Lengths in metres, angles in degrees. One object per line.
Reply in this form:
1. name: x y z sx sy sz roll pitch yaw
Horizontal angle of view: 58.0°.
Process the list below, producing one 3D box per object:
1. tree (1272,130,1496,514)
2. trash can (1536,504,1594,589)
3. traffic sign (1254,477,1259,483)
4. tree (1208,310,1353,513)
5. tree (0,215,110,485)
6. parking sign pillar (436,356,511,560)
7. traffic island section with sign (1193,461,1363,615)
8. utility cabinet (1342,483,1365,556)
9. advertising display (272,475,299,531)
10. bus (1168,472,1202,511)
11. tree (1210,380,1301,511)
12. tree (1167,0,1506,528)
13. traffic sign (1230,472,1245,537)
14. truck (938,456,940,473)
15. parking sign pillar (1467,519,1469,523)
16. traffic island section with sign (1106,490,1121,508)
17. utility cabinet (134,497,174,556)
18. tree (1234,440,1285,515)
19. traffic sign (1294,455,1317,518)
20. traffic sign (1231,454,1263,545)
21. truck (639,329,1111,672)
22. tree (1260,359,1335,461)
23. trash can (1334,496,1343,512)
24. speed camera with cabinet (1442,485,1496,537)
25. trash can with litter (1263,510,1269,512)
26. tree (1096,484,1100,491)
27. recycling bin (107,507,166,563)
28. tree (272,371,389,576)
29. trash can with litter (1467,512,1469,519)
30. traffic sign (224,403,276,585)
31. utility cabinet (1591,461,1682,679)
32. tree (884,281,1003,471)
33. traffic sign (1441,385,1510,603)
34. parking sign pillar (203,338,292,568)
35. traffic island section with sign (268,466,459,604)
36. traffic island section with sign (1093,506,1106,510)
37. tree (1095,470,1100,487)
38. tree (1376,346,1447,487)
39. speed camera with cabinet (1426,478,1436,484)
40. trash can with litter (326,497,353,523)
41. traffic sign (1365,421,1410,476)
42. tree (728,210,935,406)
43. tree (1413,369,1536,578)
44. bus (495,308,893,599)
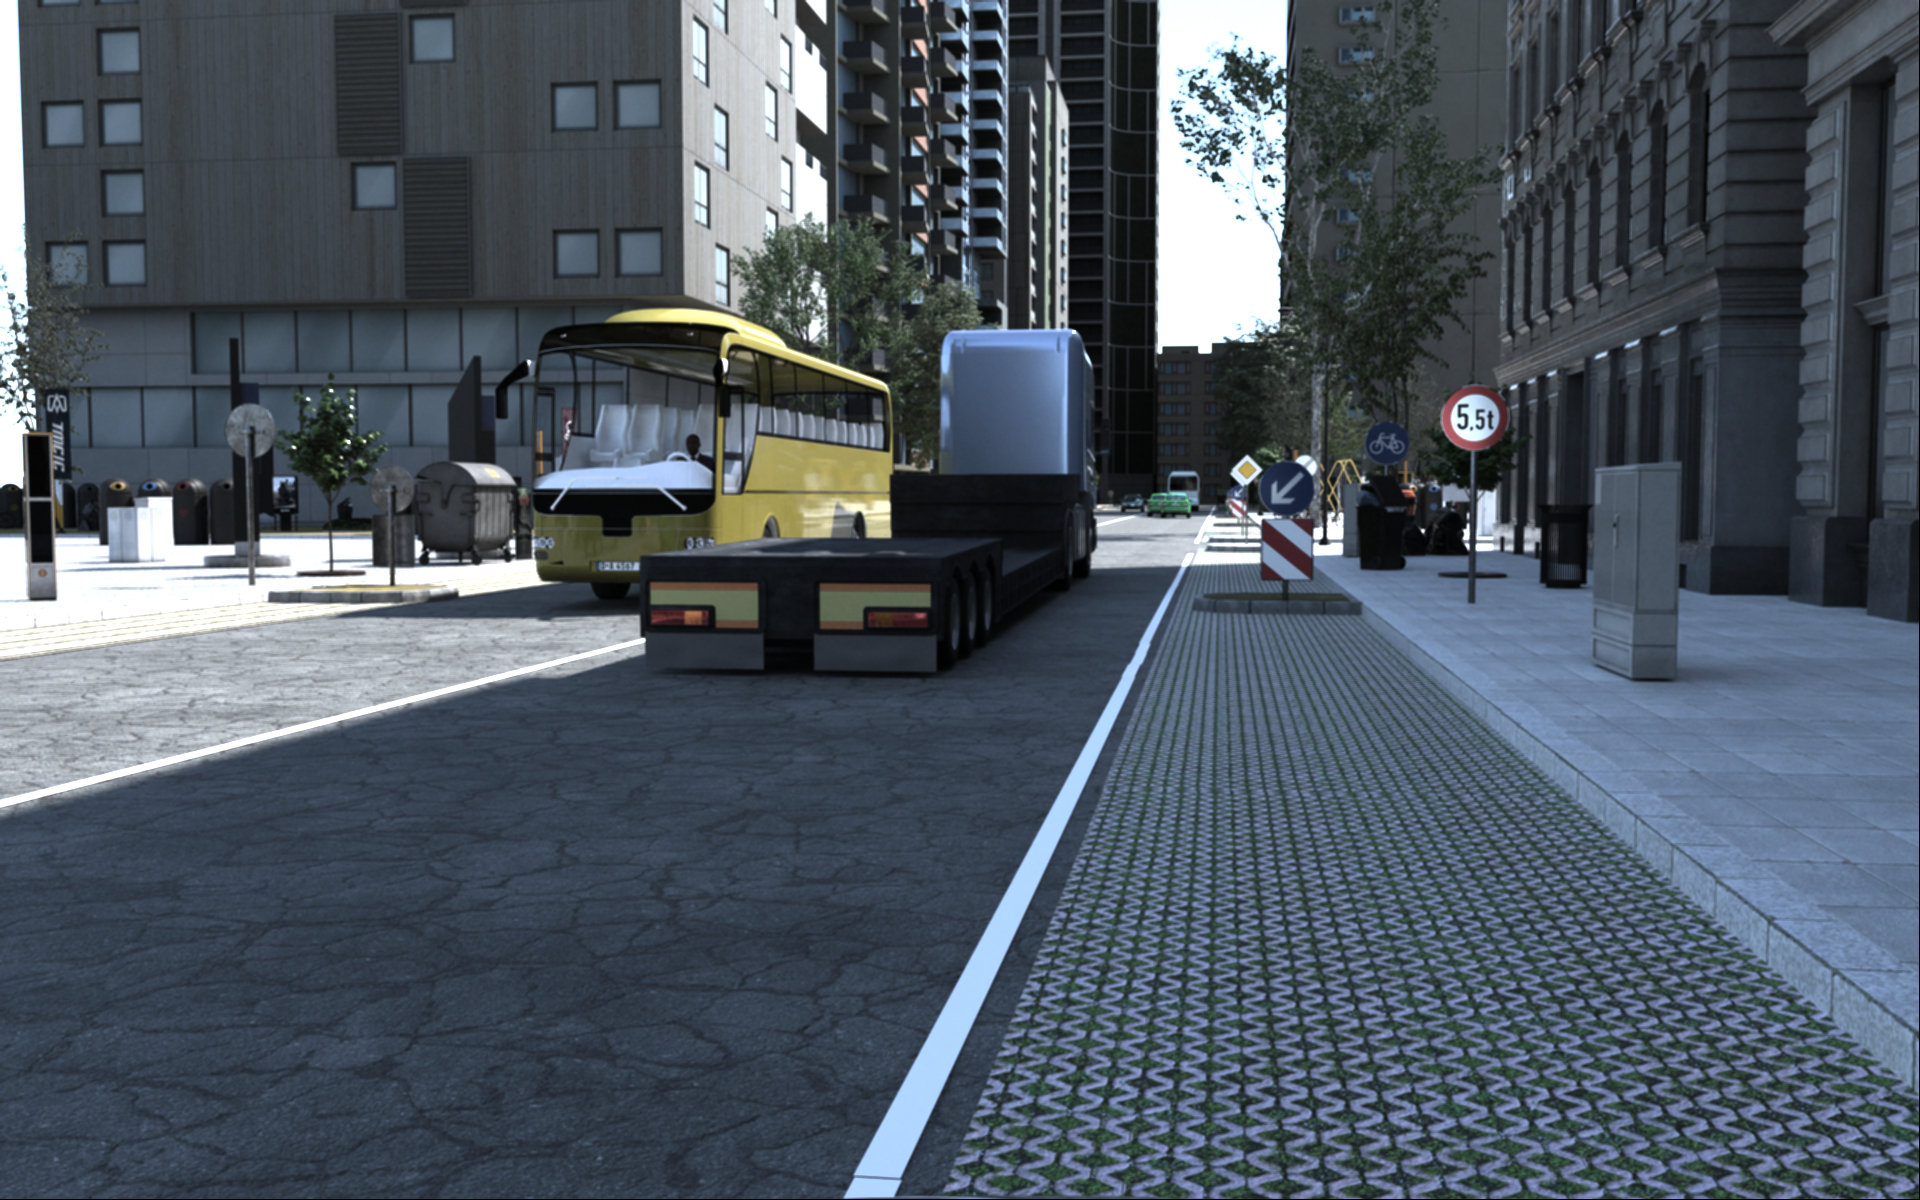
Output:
1. tree: 8.458 -5.144 34.466 4.737 8.622 4.395 0 3 0
2. trash can: 8.257 -0.735 23.677 0.748 1.137 0.748 0 3 0
3. traffic sign: 19.487 -6.882 112.628 0.768 2.556 0.104 1 4 18
4. tree: 21.910 -13.044 119.917 9.857 13.997 8.962 0 3 0
5. tree: -24.201 -5.799 45.170 4.360 8.622 3.978 0 3 0
6. parking sign pillar: -9.699 -2.810 34.412 1.447 3.967 1.447 -3 5 -39
7. traffic island section with sign: 3.905 -0.784 21.441 1.989 1.847 2.006 1 4 9
8. utility cabinet: 8.119 -1.649 35.648 0.318 1.500 1.173 1 4 22
9. advertising display: -23.430 -3.360 60.143 0.974 1.923 0.123 1 4 15
10. bus: 19.229 -9.396 148.492 2.948 3.499 13.247 0 4 8
11. tree: 22.801 -11.980 130.291 8.767 10.594 7.601 1 4 18
12. tree: 14.417 -12.684 63.278 12.611 20.169 13.585 0 3 0
13. traffic sign: 8.423 -2.932 51.577 0.795 2.450 0.064 1 4 9
14. truck: 1.212 -4.501 62.509 2.839 4.237 11.283 0 4 7
15. parking sign pillar: 22.987 -5.354 76.004 1.447 3.967 1.447 -2 4 -30
16. traffic island section with sign: 15.759 -10.526 180.721 1.989 1.847 2.006 1 4 9
17. utility cabinet: -16.660 -1.507 35.803 0.306 1.237 1.020 0 4 3
18. tree: 19.113 -7.444 105.423 4.285 4.588 4.351 0 3 0
19. traffic sign: 11.238 -3.448 56.473 0.768 2.556 0.104 1 4 13
20. traffic sign: 7.233 -2.449 43.681 0.795 2.450 0.064 1 4 9
21. truck: 0.006 -2.014 22.692 2.967 4.110 18.799 1 4 8
22. tree: 18.320 -8.877 95.495 4.360 8.622 3.978 0 3 0
23. trash can: 27.363 -6.933 125.002 0.748 1.137 0.748 0 3 0
24. speed camera with cabinet: 15.651 -3.542 52.249 2.038 3.252 0.660 0 4 -1
25. trash can with litter: 22.464 -6.987 125.626 1.055 1.170 0.624 1 4 13
26. tree: 13.705 -11.517 182.905 1.663 3.219 1.824 0 3 0
27. recycling bin: -15.520 -1.229 32.653 0.722 1.027 0.722 1 4 20
28. tree: -9.830 -2.004 27.369 1.663 3.219 1.824 0 3 0
29. trash can with litter: 27.598 -4.841 90.202 2.233 1.210 1.678 1 4 14
30. traffic sign: -9.974 -1.481 24.326 0.768 2.556 0.104 1 4 9
31. utility cabinet: 4.800 -0.225 12.364 0.318 1.500 1.173 0 4 7
32. tree: -0.699 -10.678 92.715 7.486 12.596 7.792 0 3 0
33. traffic sign: 6.012 -1.234 20.274 0.768 2.556 0.104 1 4 13
34. parking sign pillar: -12.656 -2.581 30.664 1.447 3.967 1.447 -1 4 -22
35. traffic island section with sign: -7.944 -0.908 23.471 1.989 1.847 2.006 1 4 9
36. traffic island section with sign: 11.742 -8.895 154.065 1.989 1.847 2.006 1 4 9
37. tree: 13.466 -12.467 187.553 4.285 4.588 4.351 0 3 0
38. tree: 22.385 -8.243 85.133 4.360 8.622 3.978 0 3 0
39. speed camera with cabinet: 34.061 -7.867 122.962 2.038 3.252 0.660 -2 4 -26
40. trash can with litter: -22.907 -3.205 63.796 1.055 1.170 0.624 -1 4 -23
41. traffic sign: 7.490 -1.854 30.424 0.768 2.556 0.104 1 4 18
42. tree: -4.999 -8.360 62.435 9.928 11.665 9.643 0 3 0
43. tree: 7.965 -1.978 26.944 1.663 3.219 1.824 0 3 0
44. bus: -3.339 -2.151 26.717 2.896 3.916 12.252 0 4 8
